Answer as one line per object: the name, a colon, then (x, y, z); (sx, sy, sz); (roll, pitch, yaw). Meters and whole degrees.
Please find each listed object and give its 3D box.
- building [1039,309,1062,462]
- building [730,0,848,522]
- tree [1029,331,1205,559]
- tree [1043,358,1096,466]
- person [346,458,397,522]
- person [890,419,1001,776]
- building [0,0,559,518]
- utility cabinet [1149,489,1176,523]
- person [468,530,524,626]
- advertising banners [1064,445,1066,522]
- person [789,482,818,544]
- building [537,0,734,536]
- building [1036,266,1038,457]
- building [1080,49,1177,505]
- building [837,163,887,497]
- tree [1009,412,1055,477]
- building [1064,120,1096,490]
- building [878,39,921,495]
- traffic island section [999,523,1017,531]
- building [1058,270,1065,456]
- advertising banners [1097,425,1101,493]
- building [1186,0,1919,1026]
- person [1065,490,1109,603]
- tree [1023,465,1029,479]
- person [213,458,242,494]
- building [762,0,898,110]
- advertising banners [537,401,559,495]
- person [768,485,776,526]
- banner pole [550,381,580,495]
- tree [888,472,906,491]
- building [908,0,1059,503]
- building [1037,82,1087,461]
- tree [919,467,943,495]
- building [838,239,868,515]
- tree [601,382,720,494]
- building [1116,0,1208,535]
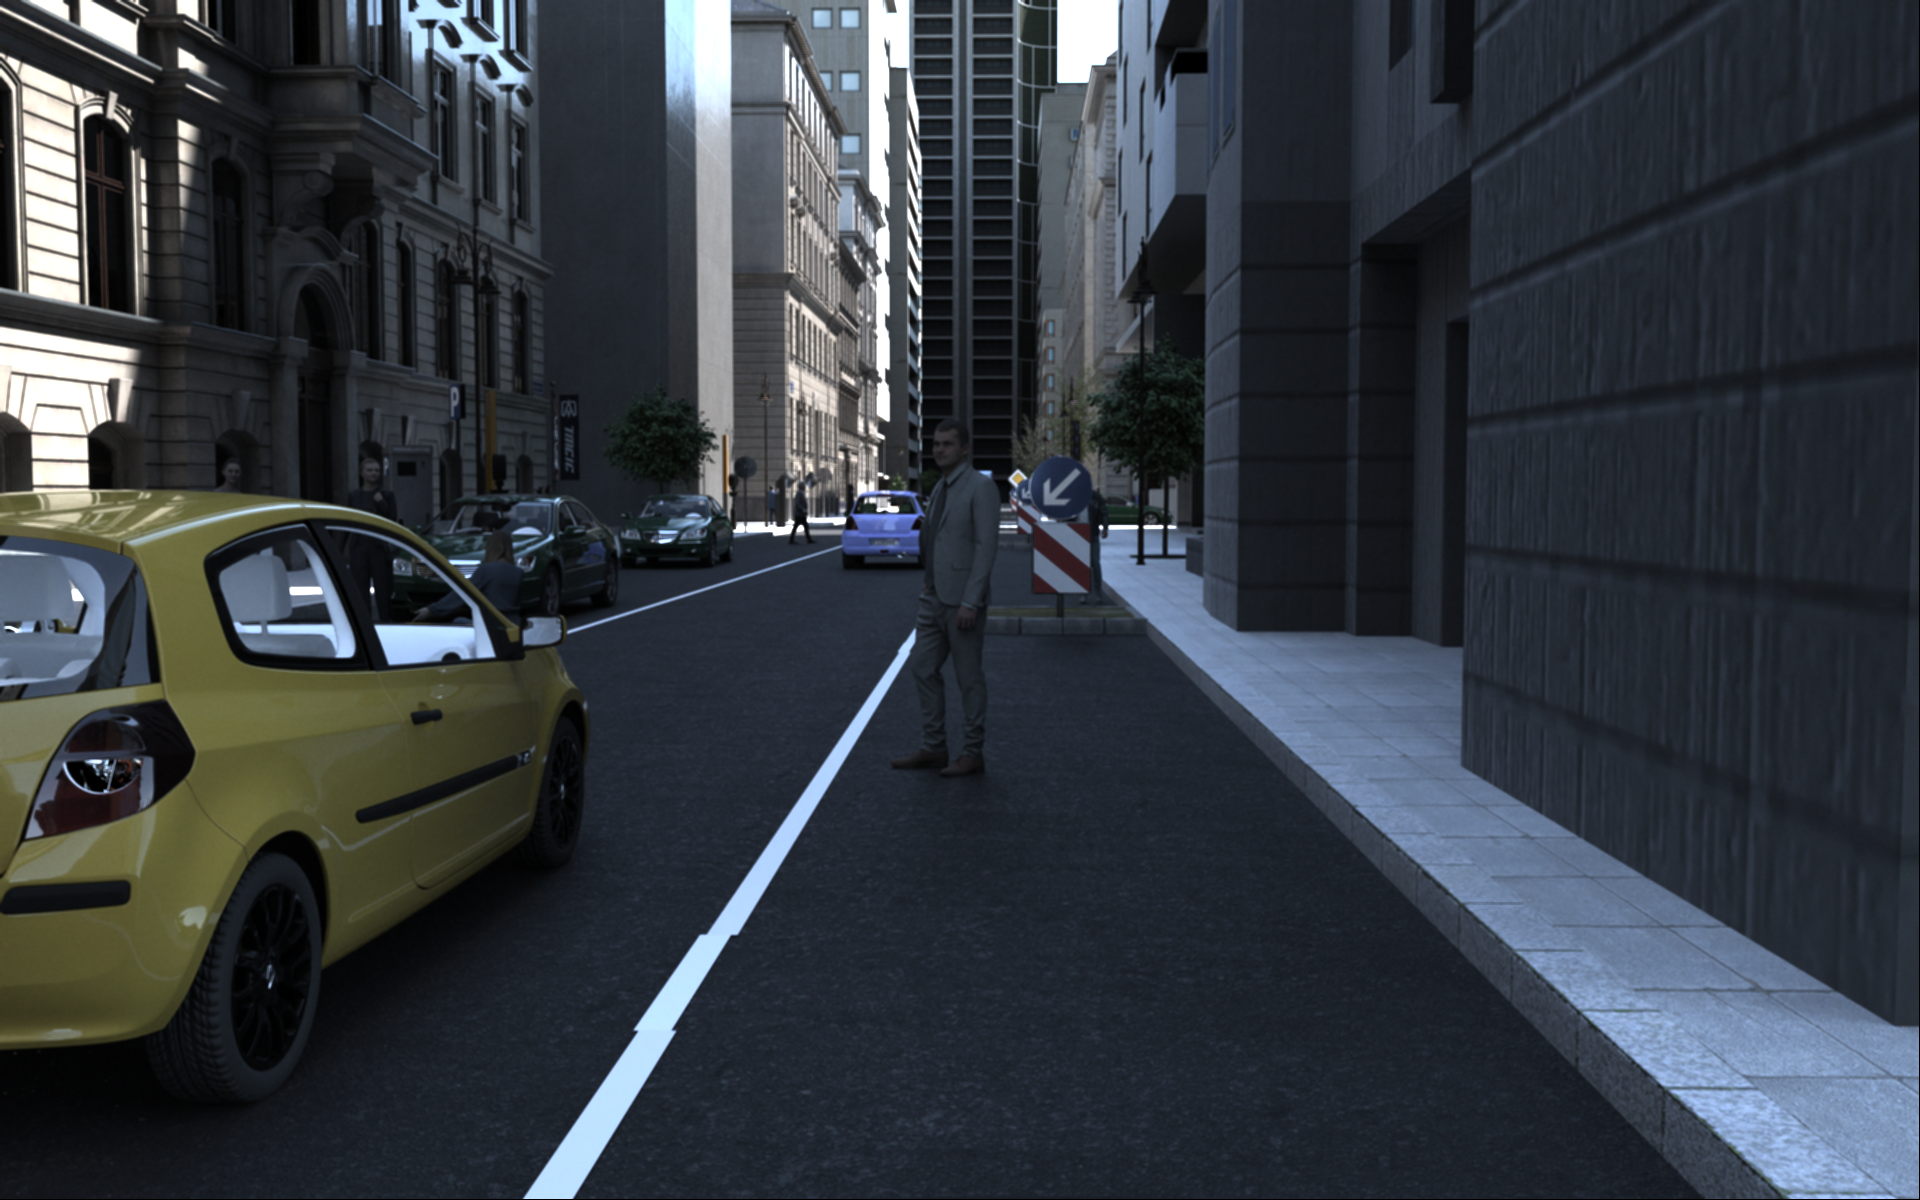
building: (22.114, -20.251, 176.144); (27.650, 21.520, 28.899); (0, 4, 2)
building: (-13.080, -17.878, 89.569); (12.463, 27.353, 25.104); (0, 4, 2)
tree: (4.193, -3.130, 34.896); (4.285, 4.588, 4.351); (0, 3, 0)
tree: (6.384, -8.827, 94.684); (4.737, 8.622, 4.395); (0, 3, 0)
person: (-5.684, -0.473, 16.662); (0.576, 1.772, 0.534); (-2, 4, -26)
person: (-0.028, -0.018, 8.901); (0.391, 1.810, 0.635); (-3, 4, -39)
building: (-16.802, -12.881, 29.696); (14.460, 24.649, 34.723); (0, 4, 2)
utility cabinet: (8.918, -4.139, 76.352); (1.173, 1.500, 0.318); (-1, 4, -19)
person: (-3.808, 0.019, 13.693); (1.012, 1.151, 0.738); (-3, 5, -41)
advertising banners: (3.723, -3.999, 61.567); (0.090, 3.025, 2.074); (0, 4, 3)
person: (-4.496, -2.494, 49.680); (0.834, 1.777, 0.661); (0, 4, -5)
building: (-23.651, -14.747, 60.186); (30.058, 24.678, 14.314); (0, 4, 2)
building: (16.597, -27.362, 219.076); (14.160, 30.474, 14.107); (0, 4, 2)
building: (15.851, -15.460, 81.650); (19.941, 23.489, 11.050); (0, 4, 2)
building: (-13.282, -21.144, 133.087); (14.401, 28.519, 23.554); (0, 4, 2)
tree: (6.494, -12.487, 154.523); (4.360, 8.622, 3.978); (0, 3, 0)
building: (17.132, -18.988, 114.975); (19.350, 26.468, 34.151); (0, 4, 2)
building: (-15.720, -34.605, 189.500); (21.300, 48.544, 21.600); (0, 4, 2)
traffic island section: (2.312, -2.819, 68.379); (2.009, 0.180, 2.903); (0, 4, 2)
building: (13.156, -17.876, 141.419); (9.793, 20.994, 18.267); (0, 4, 2)
advertising banners: (3.530, -2.935, 44.178); (0.090, 3.025, 2.074); (0, 4, 4)
building: (13.122, -28.995, 16.070); (21.231, 58.520, 28.212); (0, 4, 2)
person: (1.646, -0.859, 22.895); (0.623, 1.781, 0.721); (0, 4, -1)
tree: (7.099, -10.774, 159.873); (4.285, 4.588, 4.351); (0, 3, 0)
person: (-7.045, -0.484, 16.747); (0.374, 1.781, 0.599); (1, 4, 13)
building: (-20.904, -35.215, 165.003); (28.713, 52.752, 27.495); (0, 4, 2)
advertising banners: (-7.646, -2.206, 32.261); (0.090, 3.025, 2.074); (0, 4, -3)
person: (-7.866, -3.932, 72.974); (0.721, 1.800, 0.419); (0, 4, 3)
banner pole: (-8.802, -2.961, 38.430); (0.863, 3.779, 0.401); (1, 4, 15)
tree: (-5.591, -9.642, 152.250); (1.663, 3.219, 1.824); (0, 3, 0)
building: (3.479, -49.293, 244.186); (20.611, 71.187, 20.563); (0, 4, 2)
building: (19.826, -35.285, 200.609); (21.300, 48.544, 21.600); (0, 4, 2)
tree: (-3.455, -13.743, 208.415); (4.285, 4.588, 4.351); (0, 3, 0)
building: (-11.974, -15.127, 111.952); (10.561, 19.102, 19.286); (0, 4, 2)
tree: (-8.668, -4.079, 50.403); (4.285, 4.588, 4.351); (0, 3, 0)
building: (18.979, -28.296, 51.886); (28.713, 52.752, 27.495); (0, 4, 2)
